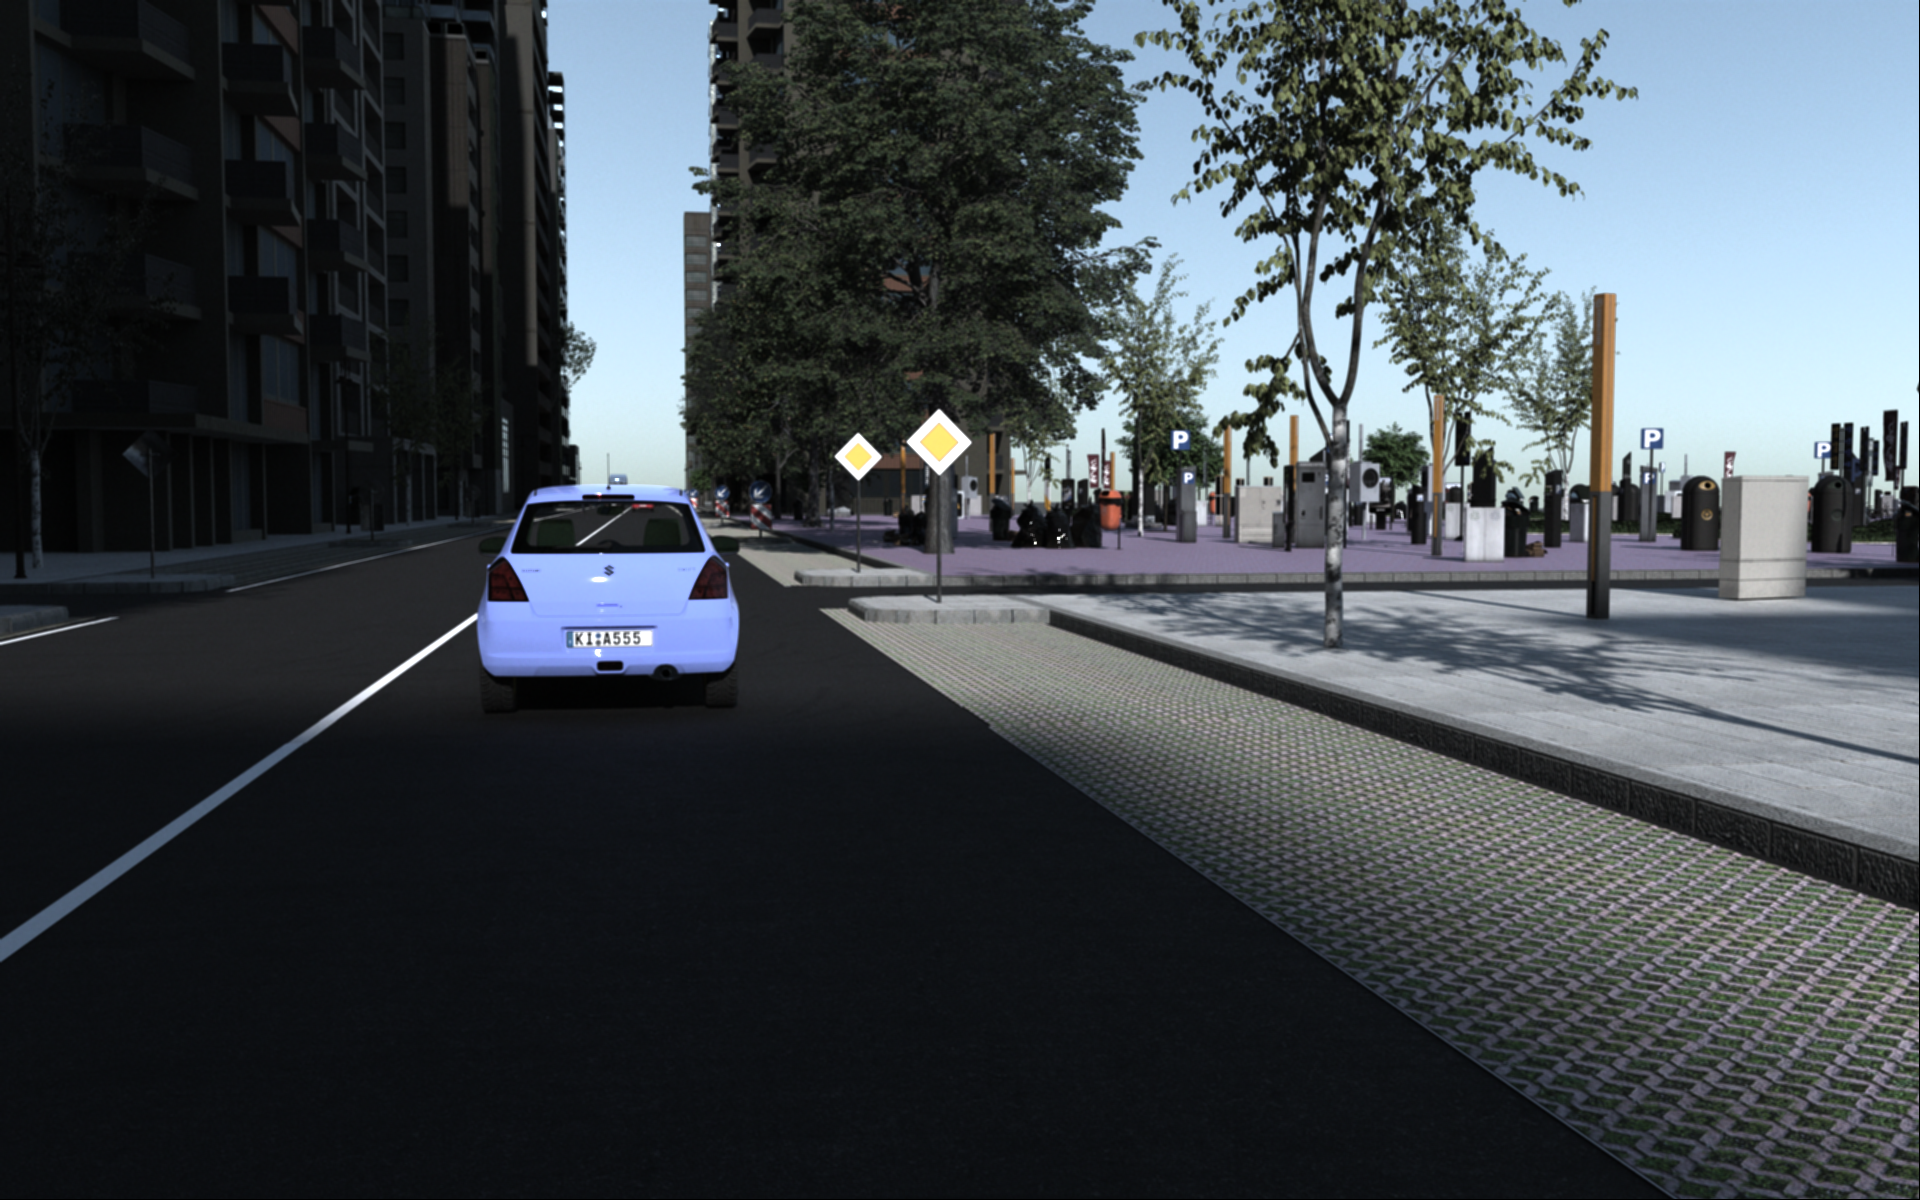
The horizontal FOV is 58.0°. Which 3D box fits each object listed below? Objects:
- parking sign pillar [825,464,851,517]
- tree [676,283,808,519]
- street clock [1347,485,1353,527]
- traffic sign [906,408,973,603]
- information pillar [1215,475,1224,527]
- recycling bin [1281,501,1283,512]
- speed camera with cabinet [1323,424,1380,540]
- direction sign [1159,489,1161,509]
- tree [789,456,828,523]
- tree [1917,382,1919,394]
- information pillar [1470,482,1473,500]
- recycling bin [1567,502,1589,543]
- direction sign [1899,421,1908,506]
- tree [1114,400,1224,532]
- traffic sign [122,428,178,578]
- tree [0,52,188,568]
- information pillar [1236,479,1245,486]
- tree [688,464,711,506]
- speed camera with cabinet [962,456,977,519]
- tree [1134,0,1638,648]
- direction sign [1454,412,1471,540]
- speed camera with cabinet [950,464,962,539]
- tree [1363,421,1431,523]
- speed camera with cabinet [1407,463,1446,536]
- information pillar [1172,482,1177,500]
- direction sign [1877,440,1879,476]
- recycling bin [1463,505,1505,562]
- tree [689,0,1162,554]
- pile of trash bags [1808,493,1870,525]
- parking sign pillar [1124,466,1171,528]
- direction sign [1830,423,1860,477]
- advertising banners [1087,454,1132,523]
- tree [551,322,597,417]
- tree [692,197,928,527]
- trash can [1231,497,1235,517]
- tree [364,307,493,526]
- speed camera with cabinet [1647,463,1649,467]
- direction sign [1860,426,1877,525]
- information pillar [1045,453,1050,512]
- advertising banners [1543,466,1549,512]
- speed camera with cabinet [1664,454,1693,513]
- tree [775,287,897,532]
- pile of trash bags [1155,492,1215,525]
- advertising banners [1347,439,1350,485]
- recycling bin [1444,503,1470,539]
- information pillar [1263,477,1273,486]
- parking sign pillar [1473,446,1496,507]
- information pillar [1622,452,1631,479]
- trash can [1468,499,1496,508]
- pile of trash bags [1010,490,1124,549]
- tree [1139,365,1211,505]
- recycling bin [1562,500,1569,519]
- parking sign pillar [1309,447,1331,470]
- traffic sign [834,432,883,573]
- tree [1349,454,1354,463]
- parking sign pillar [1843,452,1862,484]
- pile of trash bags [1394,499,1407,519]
[{"bbox_3d":[-6.788,-6.603,96.439,1.447,3.967,1.447,-1,4,-17],"label":"parking sign pillar"},{"bbox_3d":[-9.164,-10.848,87.742,12.009,13.543,11.850,0,3,0],"label":"tree"},{"bbox_3d":[15.348,-3.886,68.109,0.358,2.002,0.471,0,4,0],"label":"street clock"},{"bbox_3d":[-0.248,-1.020,20.328,0.795,2.450,0.064,-1,4,-10],"label":"traffic sign"},{"bbox_3d":[10.273,-3.902,68.295,0.304,2.012,0.304,-3,5,-43],"label":"information pillar"},{"bbox_3d":[11.763,-3.185,64.636,0.722,1.027,0.722,-3,5,-43],"label":"recycling bin"},{"bbox_3d":[10.793,-3.319,48.609,2.038,3.252,0.660,-2,4,-24],"label":"speed camera with cabinet"},{"bbox_3d":[8.481,-4.981,73.443,0.876,3.537,0.379,0,4,-2],"label":"direction sign"},{"bbox_3d":[-6.600,-5.063,77.383,1.663,3.219,1.824,0,3,0],"label":"tree"},{"bbox_3d":[5.055,-3.414,6.180,4.737,8.622,4.395,0,3,0],"label":"tree"},{"bbox_3d":[31.521,-6.240,106.520,0.304,2.012,0.304,1,4,13],"label":"information pillar"},{"bbox_3d":[16.745,-2.053,46.123,0.722,1.027,0.722,-1,4,-15],"label":"recycling bin"},{"bbox_3d":[29.581,-3.814,54.357,0.379,3.537,0.876,1,4,17],"label":"direction sign"},{"bbox_3d":[6.917,-4.596,58.865,4.285,4.588,4.351,0,3,0],"label":"tree"},{"bbox_3d":[-12.285,-1.387,26.313,0.795,2.450,0.064,-1,4,-10],"label":"traffic sign"},{"bbox_3d":[-15.878,-4.872,30.016,4.360,8.622,3.978,0,3,0],"label":"tree"},{"bbox_3d":[13.225,-4.729,81.810,0.304,2.012,0.304,-3,5,-42],"label":"information pillar"},{"bbox_3d":[-27.991,-12.553,188.947,4.285,4.588,4.351,0,3,0],"label":"tree"},{"bbox_3d":[0.047,-5.756,88.443,0.660,3.252,2.038,3,5,40],"label":"speed camera with cabinet"},{"bbox_3d":[3.296,-3.919,14.432,4.737,8.622,4.395,0,3,0],"label":"tree"},{"bbox_3d":[13.909,-3.423,47.959,0.379,3.537,0.876,-1,4,-9],"label":"direction sign"},{"bbox_3d":[-0.403,-3.422,50.287,0.660,3.252,2.038,0,4,-3],"label":"speed camera with cabinet"},{"bbox_3d":[19.569,-5.776,78.145,4.285,4.588,4.351,0,3,0],"label":"tree"},{"bbox_3d":[14.285,-3.593,53.076,0.660,3.252,2.038,0,4,-2],"label":"speed camera with cabinet"},{"bbox_3d":[11.813,-6.322,94.719,0.504,3.616,0.183,1,4,14],"label":"information pillar"},{"bbox_3d":[38.637,-4.988,73.550,0.379,3.537,0.876,-1,4,-14],"label":"direction sign"},{"bbox_3d":[9.958,-1.247,32.938,0.722,1.027,0.722,1,4,14],"label":"recycling bin"},{"bbox_3d":[-0.563,-7.971,36.974,9.857,13.997,8.962,0,3,0],"label":"tree"},{"bbox_3d":[36.388,-3.839,72.520,1.912,1.369,3.447,-1,4,-18],"label":"pile of trash bags"},{"bbox_3d":[7.028,-4.757,66.242,1.447,3.967,1.447,-1,4,-16],"label":"parking sign pillar"},{"bbox_3d":[28.176,-3.878,55.408,0.379,3.537,0.876,-1,4,-16],"label":"direction sign"},{"bbox_3d":[6.645,-4.912,76.494,2.074,3.025,0.090,0,4,1],"label":"advertising banners"},{"bbox_3d":[-43.445,-19.455,173.983,12.611,20.169,13.585,0,3,0],"label":"tree"},{"bbox_3d":[-5.597,-9.176,67.039,9.611,12.733,9.660,0,3,0],"label":"tree"},{"bbox_3d":[15.023,-5.191,96.522,0.748,1.137,0.748,0,3,0],"label":"trash can"},{"bbox_3d":[-21.936,-7.270,69.227,4.737,8.622,4.395,0,3,0],"label":"tree"},{"bbox_3d":[43.461,-7.158,111.362,2.038,3.252,0.660,3,5,44],"label":"speed camera with cabinet"},{"bbox_3d":[30.458,-4.061,58.396,0.379,3.537,0.876,1,4,13],"label":"direction sign"},{"bbox_3d":[4.992,-6.560,98.612,0.183,3.616,0.504,-2,4,-30],"label":"information pillar"},{"bbox_3d":[33.430,-6.274,98.770,0.090,3.025,2.074,1,4,14],"label":"advertising banners"},{"bbox_3d":[35.636,-5.579,85.556,2.038,3.252,0.660,-3,4,-37],"label":"speed camera with cabinet"},{"bbox_3d":[-4.243,-6.580,57.943,4.360,8.622,3.978,0,3,0],"label":"tree"},{"bbox_3d":[9.440,-3.806,71.975,3.447,1.369,1.912,-2,4,-28],"label":"pile of trash bags"},{"bbox_3d":[12.018,-3.549,54.210,0.090,3.025,2.074,1,4,23],"label":"advertising banners"},{"bbox_3d":[14.267,-2.252,49.374,0.722,1.027,0.722,2,4,33],"label":"recycling bin"},{"bbox_3d":[13.188,-4.258,74.116,0.304,2.012,0.304,-3,5,-44],"label":"information pillar"},{"bbox_3d":[29.766,-6.718,98.312,1.447,3.967,1.447,-2,4,-34],"label":"parking sign pillar"},{"bbox_3d":[36.790,-6.375,95.580,0.504,3.616,0.183,-1,4,-17],"label":"information pillar"},{"bbox_3d":[13.813,-2.092,45.854,0.748,1.137,0.748,0,3,0],"label":"trash can"},{"bbox_3d":[2.737,-1.926,41.241,1.912,1.369,3.447,-2,4,-33],"label":"pile of trash bags"},{"bbox_3d":[11.679,-8.987,97.305,4.360,8.622,3.978,0,3,0],"label":"tree"},{"bbox_3d":[27.457,-4.000,77.957,0.722,1.027,0.722,2,4,30],"label":"recycling bin"},{"bbox_3d":[18.496,-6.108,88.336,1.447,3.967,1.447,2,4,30],"label":"parking sign pillar"},{"bbox_3d":[-1.656,-1.501,28.188,0.795,2.450,0.064,-1,4,-10],"label":"traffic sign"},{"bbox_3d":[18.505,-5.384,82.636,1.663,3.219,1.824,0,3,0],"label":"tree"},{"bbox_3d":[48.464,-6.453,93.985,1.447,3.967,1.447,-2,4,-34],"label":"parking sign pillar"},{"bbox_3d":[22.998,-4.876,89.478,3.447,1.369,1.912,-1,4,-21],"label":"pile of trash bags"}]
